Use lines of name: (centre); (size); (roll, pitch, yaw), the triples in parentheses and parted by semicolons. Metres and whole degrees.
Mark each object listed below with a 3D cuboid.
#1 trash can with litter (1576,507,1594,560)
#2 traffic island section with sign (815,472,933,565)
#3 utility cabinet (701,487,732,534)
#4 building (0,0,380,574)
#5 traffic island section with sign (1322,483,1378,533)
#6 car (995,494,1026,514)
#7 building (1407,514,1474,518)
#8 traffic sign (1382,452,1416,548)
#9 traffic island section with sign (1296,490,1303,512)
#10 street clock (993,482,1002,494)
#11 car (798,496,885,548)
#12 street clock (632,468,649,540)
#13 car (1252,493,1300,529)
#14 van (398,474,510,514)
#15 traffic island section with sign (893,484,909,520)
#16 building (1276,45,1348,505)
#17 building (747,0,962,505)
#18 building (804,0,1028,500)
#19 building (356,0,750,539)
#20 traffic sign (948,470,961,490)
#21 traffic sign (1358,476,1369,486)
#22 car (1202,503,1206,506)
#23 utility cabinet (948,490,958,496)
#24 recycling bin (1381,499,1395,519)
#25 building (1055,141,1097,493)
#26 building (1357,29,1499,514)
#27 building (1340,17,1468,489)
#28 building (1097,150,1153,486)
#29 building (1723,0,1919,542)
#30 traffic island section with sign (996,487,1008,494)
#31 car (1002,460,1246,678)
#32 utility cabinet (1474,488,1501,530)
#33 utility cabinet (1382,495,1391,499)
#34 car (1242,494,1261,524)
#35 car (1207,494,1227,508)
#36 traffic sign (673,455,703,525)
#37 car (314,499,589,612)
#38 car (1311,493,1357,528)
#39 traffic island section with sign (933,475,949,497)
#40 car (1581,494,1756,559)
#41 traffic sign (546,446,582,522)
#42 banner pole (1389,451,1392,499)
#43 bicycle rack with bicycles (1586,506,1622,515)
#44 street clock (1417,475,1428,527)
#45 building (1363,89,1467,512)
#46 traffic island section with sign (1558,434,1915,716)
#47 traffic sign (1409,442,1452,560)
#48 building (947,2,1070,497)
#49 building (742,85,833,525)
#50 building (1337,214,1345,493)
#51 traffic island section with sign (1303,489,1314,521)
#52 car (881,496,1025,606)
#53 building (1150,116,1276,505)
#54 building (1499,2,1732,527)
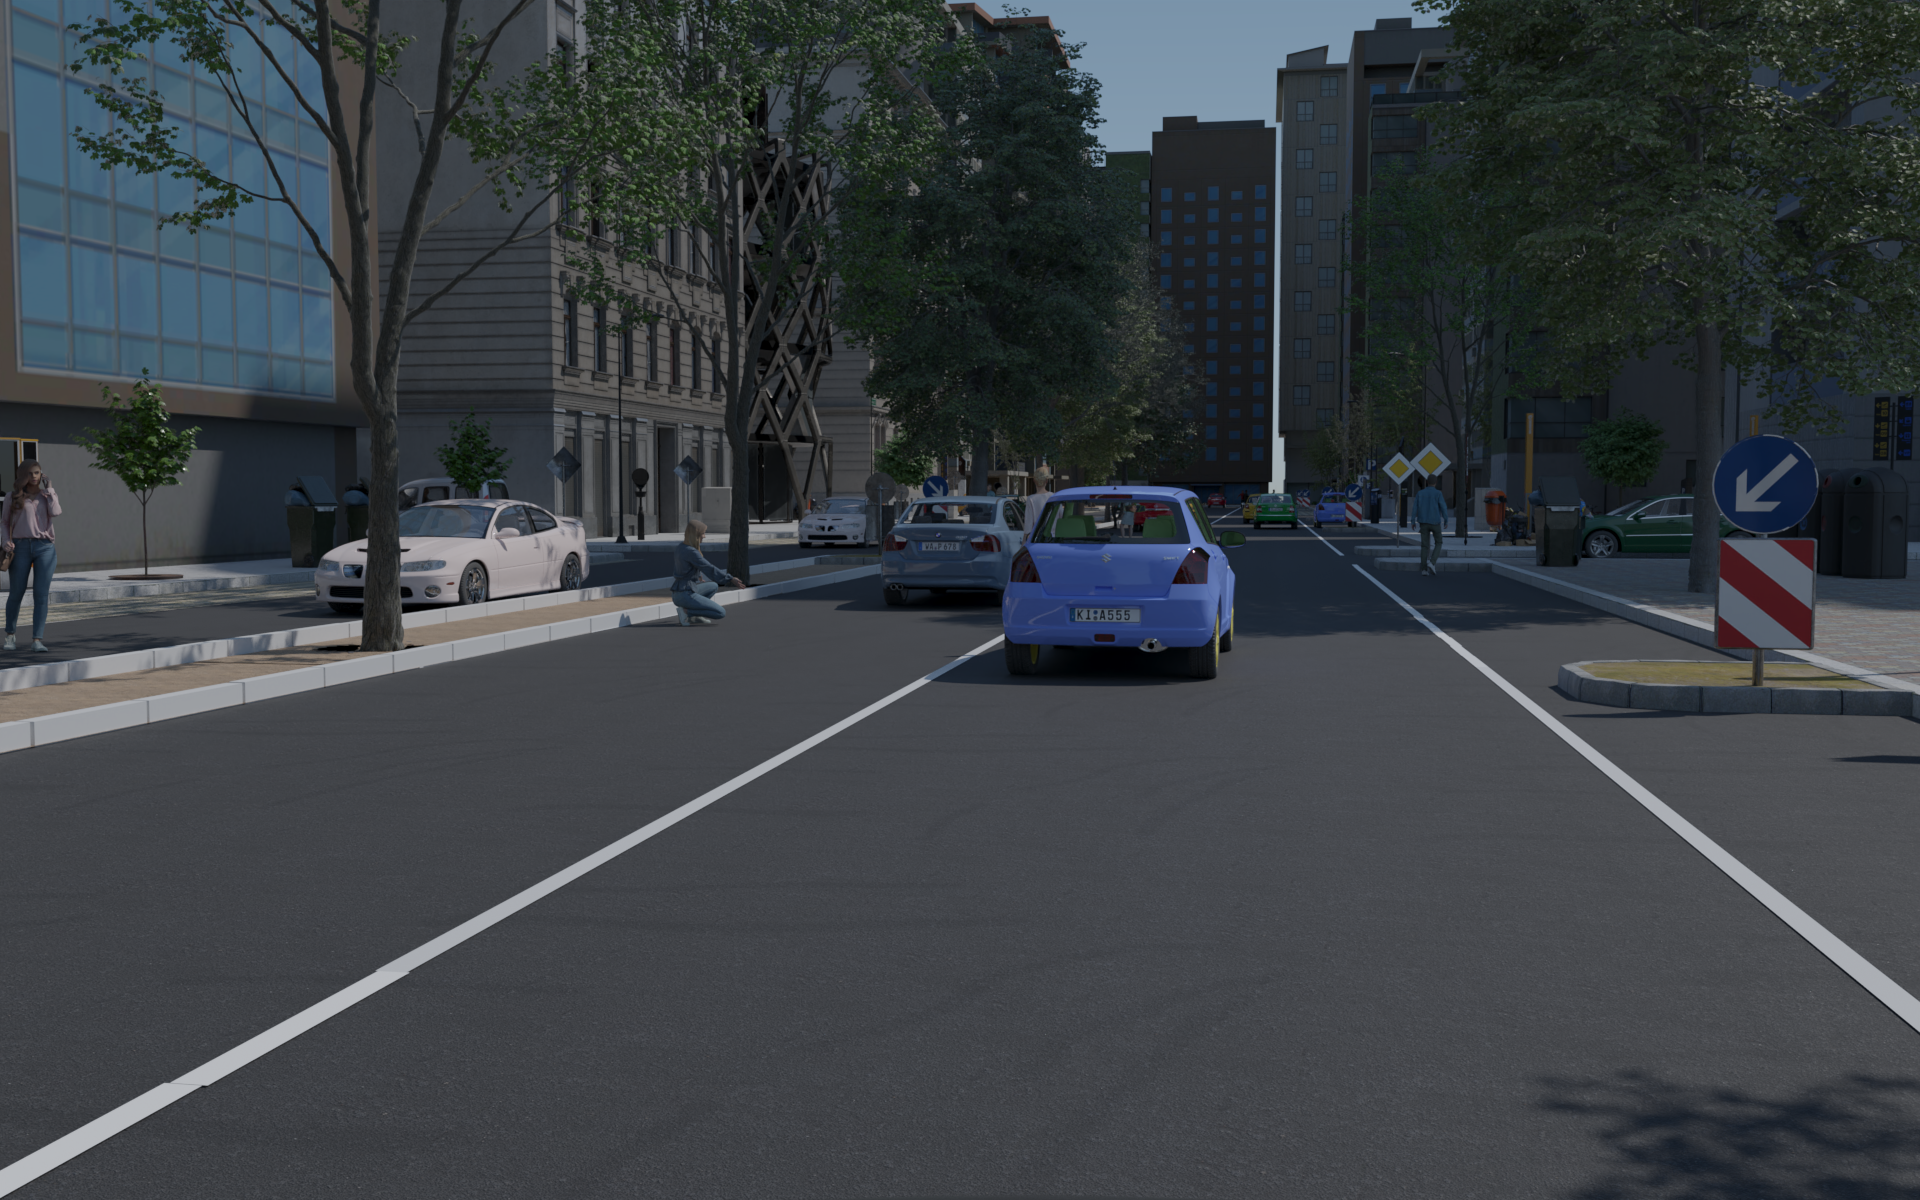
trash can with litter: (11.690, -1.353, 33.513); (1.055, 1.170, 0.624); (-2, 4, -34)
traffic island section with sign: (-1.779, -1.684, 35.677); (2.006, 1.907, 1.989); (1, 4, 10)
utility cabinet: (-7.684, -2.840, 55.105); (1.173, 1.500, 0.318); (2, 4, 32)
building: (-20.652, -23.269, 30.555); (14.200, 45.320, 14.600); (1, 4, 10)
traffic island section with sign: (14.762, -3.485, 65.613); (1.989, 1.847, 2.006); (1, 4, 10)
car: (1.973, -3.899, 75.547); (2.131, 1.459, 4.920); (1, 4, 11)
building: (42.408, -24.926, 99.413); (32.217, 40.220, 23.993); (1, 4, 10)
traffic sign: (10.457, -2.304, 41.314); (0.795, 2.450, 0.064); (1, 4, 10)
traffic island section with sign: (28.173, -8.133, 141.598); (1.989, 1.847, 2.006); (1, 4, 10)
street clock: (2.307, -6.227, 106.387); (0.471, 2.002, 0.358); (-1, 4, -12)
car: (-3.127, -2.154, 47.575); (2.083, 1.381, 4.827); (1, 4, 9)
street clock: (-8.876, -2.665, 48.149); (0.471, 2.002, 0.358); (-1, 4, -14)
car: (13.120, -3.861, 71.919); (1.959, 1.807, 4.718); (1, 4, 11)
van: (-13.068, -2.157, 42.282); (4.112, 2.044, 2.013); (1, 4, 8)
traffic island section with sign: (-2.388, -3.670, 68.637); (1.989, 1.847, 2.006); (1, 4, 10)
building: (52.245, -38.029, 211.006); (27.495, 52.752, 28.713); (1, 4, 10)
building: (-8.705, -19.111, 99.847); (14.401, 28.519, 23.554); (1, 4, 10)
building: (-11.412, -27.023, 133.712); (32.217, 40.220, 23.993); (1, 4, 10)
building: (-14.037, -12.653, 56.033); (9.793, 20.994, 18.267); (1, 4, 10)
traffic sign: (-0.313, -5.700, 93.297); (0.768, 2.556, 0.104); (1, 4, 17)
traffic sign: (22.026, -5.654, 94.568); (0.606, 2.300, 0.079); (1, 4, 17)
car: (10.497, -4.341, 81.192); (2.015, 1.641, 3.980); (1, 4, 11)
utility cabinet: (-0.376, -4.990, 90.263); (0.318, 1.500, 1.173); (1, 4, 10)
recycling bin: (22.499, -4.810, 91.200); (0.722, 1.027, 0.722); (1, 4, 23)
building: (6.686, -30.755, 186.443); (14.086, 41.232, 14.154); (1, 4, 10)
building: (49.838, -27.659, 144.113); (32.217, 40.220, 23.993); (1, 4, 10)
building: (43.850, -31.453, 164.364); (14.600, 45.320, 14.200); (1, 4, 10)
building: (16.497, -32.203, 210.112); (14.086, 41.232, 14.154); (1, 4, 10)
building: (38.449, -30.866, 46.652); (28.212, 58.520, 21.231); (1, 4, 10)
traffic island section with sign: (2.306, -5.294, 95.186); (1.989, 1.847, 2.006); (1, 4, 10)
car: (1.459, -0.323, 14.878); (1.945, 1.707, 3.694); (1, 4, 11)
utility cabinet: (18.662, -3.215, 61.240); (1.173, 1.500, 0.318); (-3, 5, -41)
utility cabinet: (25.473, -5.719, 104.660); (1.020, 1.237, 0.306); (0, 4, 1)
car: (14.773, -4.559, 84.762); (2.015, 1.641, 3.980); (1, 4, 12)
car: (26.880, -10.538, 181.337); (2.155, 1.783, 4.494); (1, 4, 10)
traffic sign: (-6.966, -2.493, 44.397); (0.795, 2.450, 0.064); (1, 4, 10)
car: (-6.416, -0.612, 22.368); (2.083, 1.381, 4.827); (1, 4, 11)
car: (16.063, -3.952, 74.211); (1.945, 1.707, 3.694); (1, 4, 9)
traffic island section with sign: (-0.483, -2.131, 42.971); (2.006, 1.907, 1.989); (1, 4, 10)
car: (15.290, -1.585, 37.714); (4.920, 1.459, 2.131); (0, 4, 8)
traffic sign: (-8.353, -2.012, 36.533); (0.795, 2.450, 0.064); (1, 4, 10)
banner pole: (25.323, -6.845, 101.928); (0.401, 3.779, 0.863); (1, 4, 22)
bicycle rack with bicycles: (19.029, -2.356, 51.902); (2.925, 0.926, 2.852); (0, 4, -4)
street clock: (17.767, -3.782, 66.413); (0.358, 2.002, 0.471); (-2, 4, -24)
building: (36.916, -21.754, 127.374); (14.160, 30.474, 14.107); (1, 4, 10)
traffic island section with sign: (5.363, -0.223, 12.270); (1.989, 1.847, 2.006); (1, 4, 10)
traffic sign: (9.069, -1.823, 33.450); (0.795, 2.450, 0.064); (1, 4, 10)
building: (-1.773, -30.864, 159.244); (22.147, 44.769, 28.867); (1, 4, 10)
building: (-14.273, -12.694, 75.000); (16.820, 18.784, 16.811); (1, 4, 10)
building: (46.194, -24.897, 178.773); (14.160, 30.474, 14.107); (1, 4, 10)
traffic island section with sign: (19.504, -5.125, 92.421); (1.989, 1.847, 2.006); (1, 4, 10)
car: (0.136, -0.701, 23.471); (2.014, 1.417, 4.499); (1, 4, 11)
building: (30.474, -34.111, 207.818); (14.200, 45.320, 14.600); (1, 4, 10)
building: (29.247, -18.350, 71.719); (14.160, 30.474, 14.107); (1, 4, 10)
